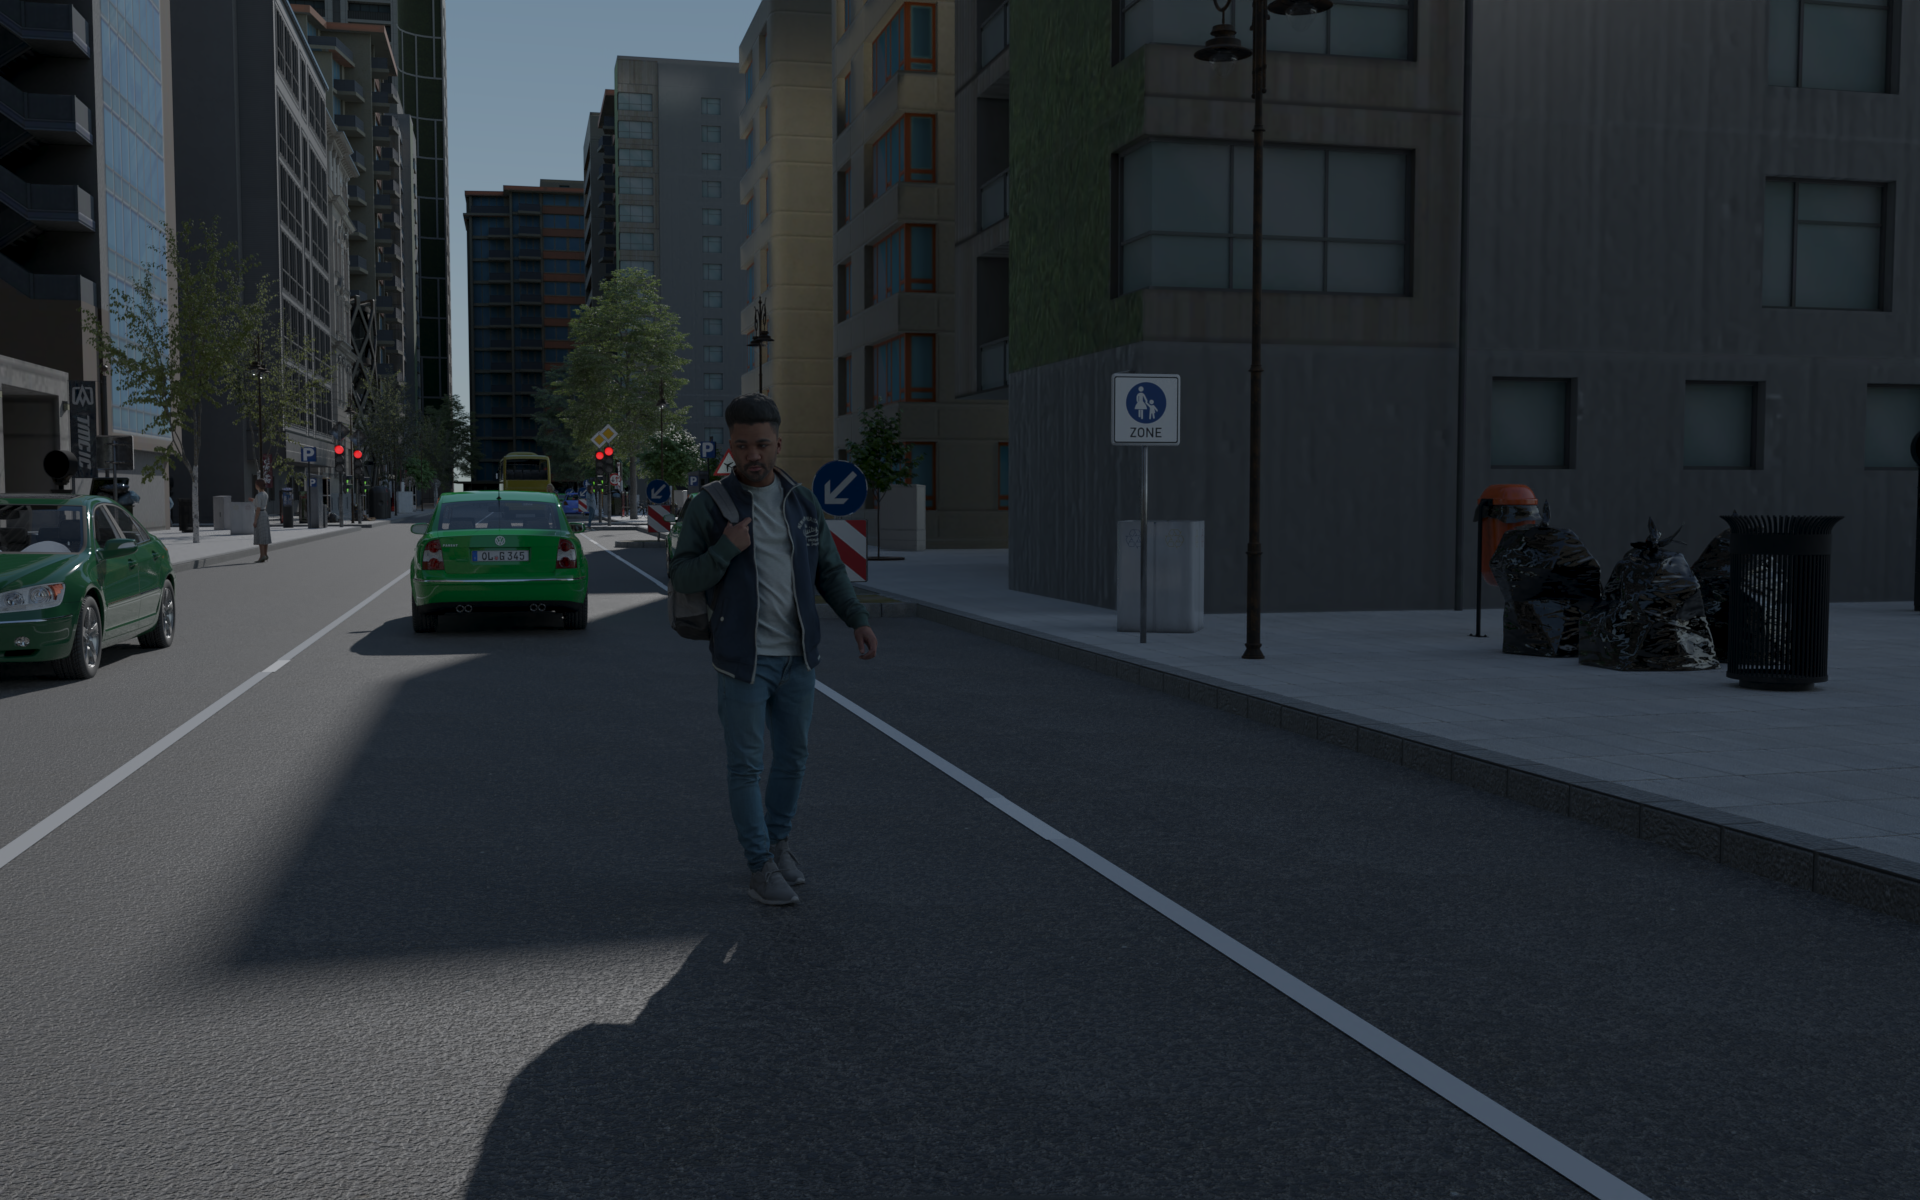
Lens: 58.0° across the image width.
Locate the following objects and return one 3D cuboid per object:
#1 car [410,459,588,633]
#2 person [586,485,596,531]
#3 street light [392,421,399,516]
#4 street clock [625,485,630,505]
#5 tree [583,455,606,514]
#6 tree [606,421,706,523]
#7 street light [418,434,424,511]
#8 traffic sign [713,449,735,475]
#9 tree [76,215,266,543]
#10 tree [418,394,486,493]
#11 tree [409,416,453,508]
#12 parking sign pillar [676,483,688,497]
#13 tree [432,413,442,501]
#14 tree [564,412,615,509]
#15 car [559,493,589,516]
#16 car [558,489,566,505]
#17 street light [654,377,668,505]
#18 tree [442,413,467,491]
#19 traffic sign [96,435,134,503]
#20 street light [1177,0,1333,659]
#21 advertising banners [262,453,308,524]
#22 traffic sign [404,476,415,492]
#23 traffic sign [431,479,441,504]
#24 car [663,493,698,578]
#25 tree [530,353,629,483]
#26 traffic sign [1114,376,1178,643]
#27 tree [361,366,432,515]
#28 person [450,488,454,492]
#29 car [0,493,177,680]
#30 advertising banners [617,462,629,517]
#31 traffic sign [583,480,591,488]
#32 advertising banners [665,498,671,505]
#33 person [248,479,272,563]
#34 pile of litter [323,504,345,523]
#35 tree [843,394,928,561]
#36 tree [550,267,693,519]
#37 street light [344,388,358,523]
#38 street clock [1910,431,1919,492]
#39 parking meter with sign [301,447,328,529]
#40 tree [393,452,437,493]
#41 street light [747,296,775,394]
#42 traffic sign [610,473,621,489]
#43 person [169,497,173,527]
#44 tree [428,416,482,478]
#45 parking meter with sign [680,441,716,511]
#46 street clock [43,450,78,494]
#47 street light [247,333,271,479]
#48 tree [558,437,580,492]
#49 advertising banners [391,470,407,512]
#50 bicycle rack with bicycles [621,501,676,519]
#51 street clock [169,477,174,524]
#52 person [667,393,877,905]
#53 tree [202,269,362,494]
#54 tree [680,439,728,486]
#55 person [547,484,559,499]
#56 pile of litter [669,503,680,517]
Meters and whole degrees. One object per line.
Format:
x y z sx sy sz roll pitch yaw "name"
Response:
-5.164 -0.650 19.419 1.959 1.807 4.718 -1 4 -15 "car"
-14.317 -3.567 67.091 0.793 1.790 0.793 -2 4 -32 "person"
-33.514 -7.948 102.735 0.468 5.910 1.993 -1 4 -14 "street light"
-25.874 -7.960 134.709 0.471 2.002 0.358 3 4 38 "street clock"
-22.705 -7.841 111.920 4.285 4.588 4.351 0 3 0 "tree"
-13.022 -5.788 78.348 4.285 4.588 4.351 0 3 0 "tree"
-40.435 -9.619 130.061 0.468 5.910 1.993 -1 4 -14 "street light"
-6.600 -3.027 49.495 0.884 2.594 0.081 -1 4 -10 "traffic sign"
-20.253 -5.798 45.160 4.737 8.622 4.395 0 3 0 "tree"
-57.581 -16.981 195.762 7.486 12.596 7.792 0 3 0 "tree"
-49.241 -12.933 161.814 4.737 8.622 4.395 0 3 0 "tree"
-19.550 -8.171 122.066 1.447 3.967 1.447 1 4 23 "parking sign pillar"
-34.629 -9.535 106.264 4.360 8.622 3.978 0 3 0 "tree"
-35.987 -13.076 164.152 4.737 8.622 4.395 0 3 0 "tree"
-23.503 -5.891 105.905 1.945 1.707 3.694 -1 4 -15 "car"
-31.564 -7.851 137.165 1.959 1.807 4.718 -1 4 -14 "car"
-11.818 -5.865 68.681 0.468 5.910 1.993 -1 4 -14 "street light"
-46.523 -12.487 154.530 4.360 8.622 3.978 0 3 0 "tree"
-14.727 -1.718 30.213 0.606 2.300 0.079 0 4 -8 "traffic sign"
2.289 -2.481 13.344 0.468 5.910 1.993 -1 4 -14 "street light"
-29.148 -4.814 74.893 2.074 3.025 0.090 -1 4 -20 "advertising banners"
-39.161 -7.532 123.259 0.768 2.556 0.104 0 4 -6 "traffic sign"
-44.675 -9.025 147.670 0.768 2.556 0.104 -1 4 -13 "traffic sign"
-3.813 -1.191 28.268 1.959 1.807 4.718 -1 4 -13 "car"
-33.192 -15.093 153.429 9.857 13.997 8.962 0 3 0 "tree"
1.577 -0.778 14.842 0.606 2.300 0.079 -1 4 -12 "traffic sign"
-32.562 -9.016 97.778 4.360 8.622 3.978 0 3 0 "tree"
-28.858 -5.470 98.281 0.374 1.781 0.599 2 4 35 "person"
-7.962 -0.175 14.656 2.131 1.459 4.920 -1 4 -13 "car"
-18.667 -6.101 95.933 0.090 3.025 2.074 0 4 6 "advertising banners"
-31.815 -9.049 148.061 0.768 2.556 0.104 -1 4 -10 "traffic sign"
-24.209 -9.082 144.681 2.074 3.025 0.090 2 4 34 "advertising banners"
-14.738 -1.668 36.338 0.524 1.755 0.480 0 4 1 "person"
-28.412 -3.877 77.348 1.719 0.858 1.176 0 4 -1 "pile of litter"
-1.455 -2.392 33.713 1.663 3.219 1.824 0 3 0 "tree"
-16.810 -10.326 86.962 7.486 12.596 7.792 0 3 0 "tree"
-26.503 -6.278 75.431 0.468 5.910 1.993 -1 4 -14 "street light"
10.302 -0.840 18.302 0.471 2.002 0.358 1 4 18 "street clock"
-24.140 -4.196 64.865 0.543 3.016 1.738 0 4 -6 "parking meter with sign"
-42.983 -9.357 136.702 4.285 4.588 4.351 0 3 0 "tree"
-4.672 -4.151 40.660 0.468 5.910 1.993 -1 4 -14 "street light"
-20.910 -6.415 104.994 0.768 2.556 0.104 0 4 -7 "traffic sign"
-31.036 -3.509 67.686 0.589 1.601 0.330 1 4 18 "person"
-60.683 -16.677 207.082 7.601 10.594 8.767 0 4 -5 "tree"
-8.589 -3.693 56.635 0.543 3.016 1.738 1 4 18 "parking meter with sign"
-14.797 -1.466 28.538 0.471 2.002 0.358 0 4 7 "street clock"
-20.111 -4.711 49.810 0.468 5.910 1.993 -1 4 -14 "street light"
-41.442 -14.354 185.041 4.360 8.622 3.978 0 3 0 "tree"
-41.304 -7.950 126.177 2.074 3.025 0.090 0 4 -1 "advertising banners"
-16.505 -4.736 90.810 2.852 0.926 2.925 -2 4 -32 "bicycle rack with bicycles"
-33.673 -4.235 73.809 0.358 2.002 0.471 -3 5 -41 "street clock"
-0.703 0.166 6.140 0.623 1.781 0.721 -3 5 -43 "person"
-23.072 -6.546 57.383 4.360 8.622 3.978 0 3 0 "tree"
-8.580 -4.007 60.117 1.663 3.219 1.824 0 3 0 "tree"
-14.598 -3.254 61.882 0.537 1.800 0.526 0 4 6 "person"
-15.904 -5.033 96.260 1.719 0.858 1.176 1 4 9 "pile of litter"
